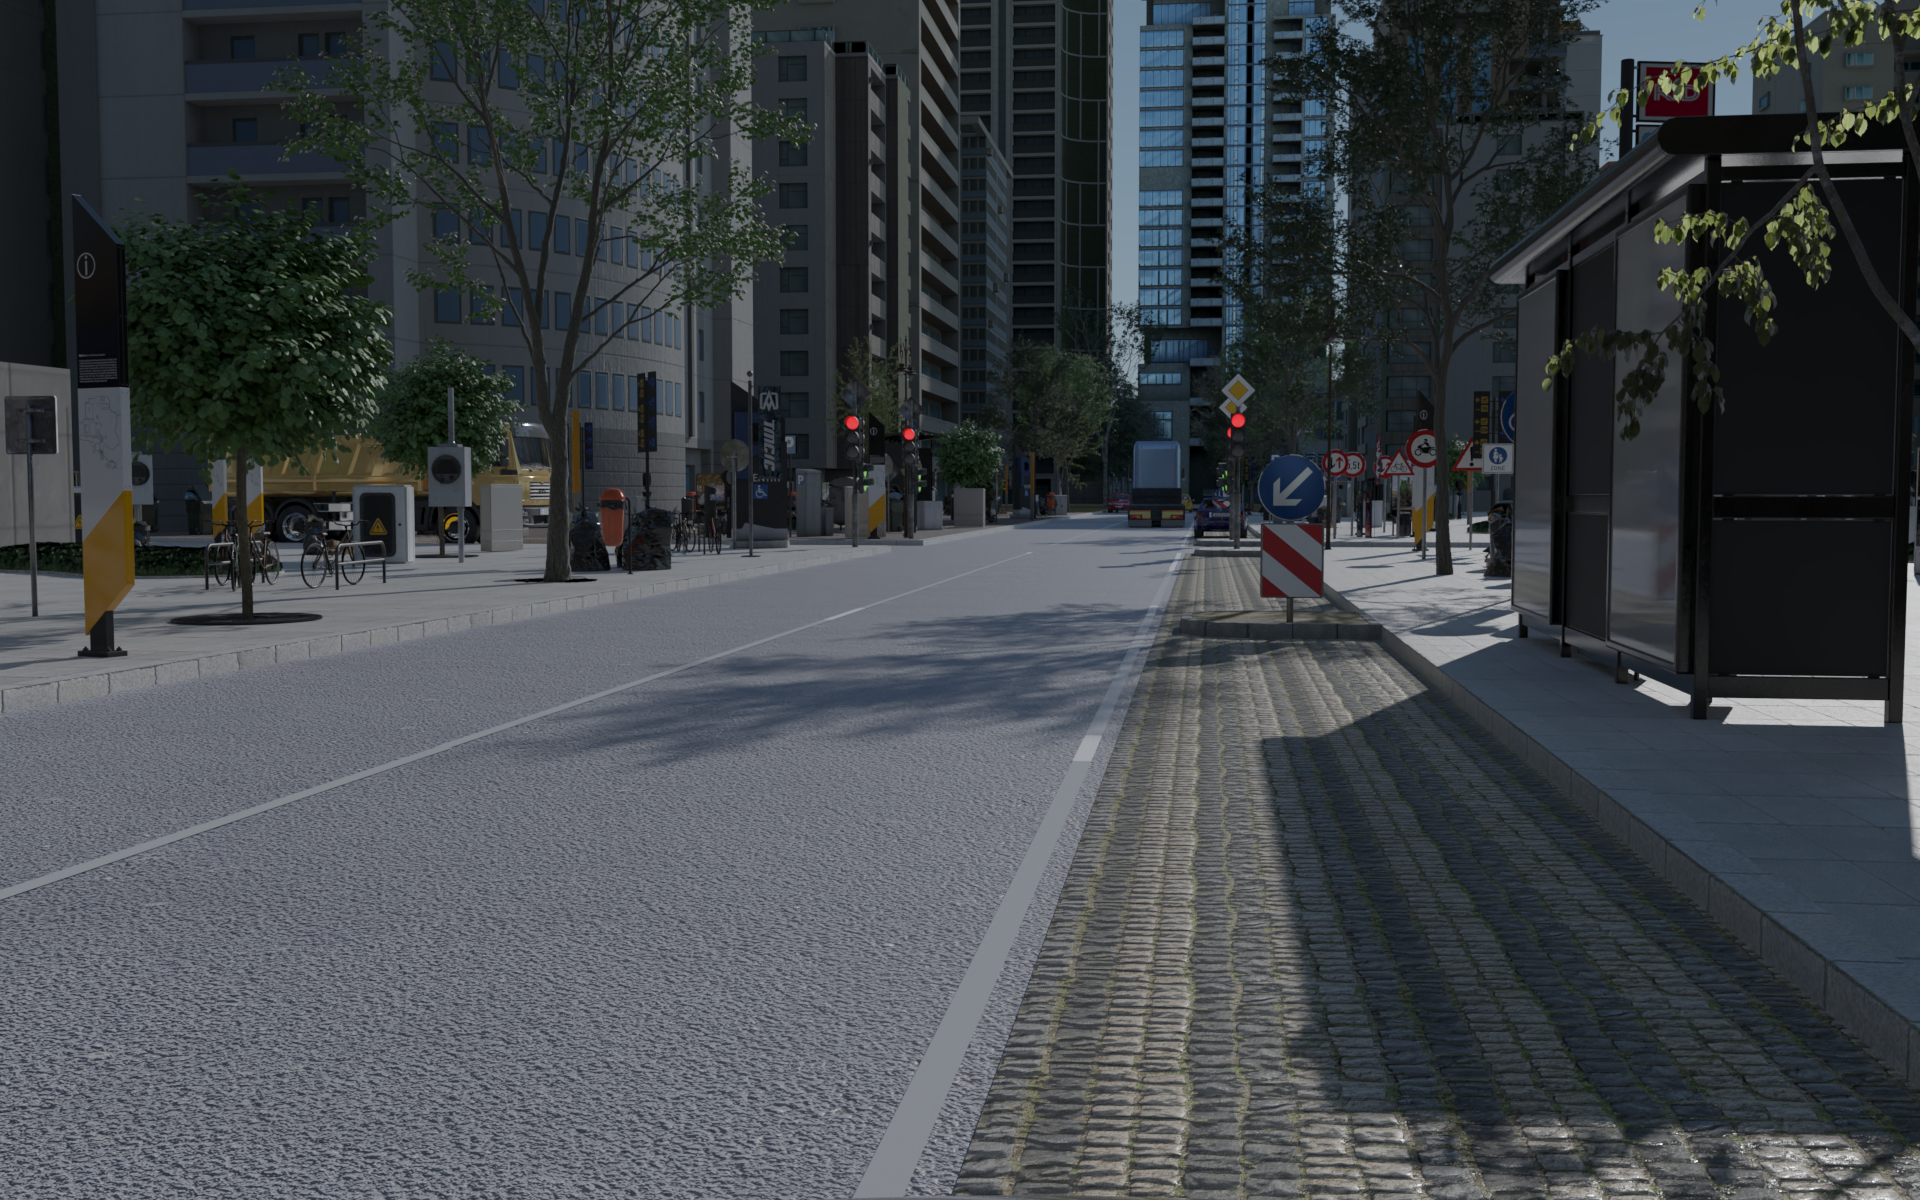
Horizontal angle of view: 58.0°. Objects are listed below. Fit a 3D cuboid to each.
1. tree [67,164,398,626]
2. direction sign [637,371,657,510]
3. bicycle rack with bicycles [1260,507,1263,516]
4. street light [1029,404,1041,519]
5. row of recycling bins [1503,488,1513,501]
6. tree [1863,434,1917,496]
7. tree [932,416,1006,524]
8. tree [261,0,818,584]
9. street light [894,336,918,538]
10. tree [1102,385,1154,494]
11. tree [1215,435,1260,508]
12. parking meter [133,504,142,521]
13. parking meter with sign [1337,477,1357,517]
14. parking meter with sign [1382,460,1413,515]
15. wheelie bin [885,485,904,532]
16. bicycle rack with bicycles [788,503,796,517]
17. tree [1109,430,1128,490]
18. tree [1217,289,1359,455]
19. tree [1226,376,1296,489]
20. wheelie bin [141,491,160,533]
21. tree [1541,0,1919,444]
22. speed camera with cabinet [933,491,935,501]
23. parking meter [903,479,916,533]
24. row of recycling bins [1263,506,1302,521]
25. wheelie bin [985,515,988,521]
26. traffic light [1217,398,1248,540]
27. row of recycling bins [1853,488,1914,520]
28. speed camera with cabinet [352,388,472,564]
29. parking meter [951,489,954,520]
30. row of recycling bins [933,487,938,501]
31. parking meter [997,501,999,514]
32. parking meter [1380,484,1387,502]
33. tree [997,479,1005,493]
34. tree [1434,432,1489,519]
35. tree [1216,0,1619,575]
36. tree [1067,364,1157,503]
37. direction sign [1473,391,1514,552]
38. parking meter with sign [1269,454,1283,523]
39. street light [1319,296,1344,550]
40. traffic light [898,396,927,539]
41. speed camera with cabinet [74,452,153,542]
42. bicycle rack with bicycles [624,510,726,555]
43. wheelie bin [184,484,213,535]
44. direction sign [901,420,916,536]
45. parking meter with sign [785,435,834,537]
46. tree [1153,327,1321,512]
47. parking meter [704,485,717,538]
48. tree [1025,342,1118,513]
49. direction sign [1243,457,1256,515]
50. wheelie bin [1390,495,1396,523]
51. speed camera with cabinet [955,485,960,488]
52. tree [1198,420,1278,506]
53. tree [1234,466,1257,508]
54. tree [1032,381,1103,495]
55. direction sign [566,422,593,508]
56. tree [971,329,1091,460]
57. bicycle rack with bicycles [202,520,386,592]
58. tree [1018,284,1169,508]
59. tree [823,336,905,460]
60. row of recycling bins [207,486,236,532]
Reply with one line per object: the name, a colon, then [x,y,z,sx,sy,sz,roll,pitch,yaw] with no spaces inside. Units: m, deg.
tree: [-7.243,-2.070,17.551,4.285,4.588,4.351,0,3,0]
direction sign: [-5.829,-2.466,32.310,0.379,3.537,0.876,-2,4,-32]
bicycle rack with bicycles: [18.518,-5.159,97.729,2.925,0.926,2.852,1,4,15]
street light: [3.860,-7.113,89.087,0.468,5.910,1.993,0,4,8]
row of recycling bins: [37.765,-6.670,116.174,3.534,1.692,1.069,-2,4,-35]
tree: [15.399,-2.131,29.438,1.663,3.219,1.824,0,3,0]
tree: [0.302,-5.491,73.488,4.285,4.588,4.351,0,3,0]
tree: [-5.869,-6.058,24.805,9.928,11.665,9.643,0,3,0]
street light: [-1.576,-4.761,50.636,0.468,5.910,1.993,0,4,8]
tree: [19.041,-17.413,195.077,12.009,13.543,11.850,0,3,0]
tree: [22.990,-11.680,141.335,4.737,8.622,4.395,0,3,0]
parking meter: [-18.911,-1.907,39.596,0.372,1.533,0.369,0,3,0]
parking meter with sign: [21.250,-6.085,95.752,0.543,3.016,1.738,-3,5,-39]
parking meter with sign: [22.214,-5.625,88.222,1.738,3.016,0.543,-2,4,-29]
wheelie bin: [-2.309,-3.105,58.679,0.693,1.594,0.980,-3,5,-44]
bicycle rack with bicycles: [-7.117,-3.320,67.662,2.925,0.926,2.852,0,4,-8]
tree: [16.094,-13.949,178.430,4.360,8.622,3.978,0,3,0]
tree: [16.434,-9.827,86.420,9.928,11.665,9.643,0,3,0]
tree: [16.826,-8.800,94.243,4.360,8.622,3.978,0,3,0]
wheelie bin: [-27.138,-3.055,57.861,0.693,1.594,0.980,-1,4,-19]
tree: [4.150,-3.477,7.208,4.360,8.622,3.978,0,3,0]
speed camera with cabinet: [-1.877,-5.468,83.745,0.660,3.252,2.038,2,4,24]
parking meter: [-1.664,-3.145,57.140,0.399,1.863,0.255,-2,4,-27]
row of recycling bins: [15.511,-4.650,83.145,1.069,1.692,3.534,-1,4,-10]
wheelie bin: [0.931,-4.632,83.637,0.693,1.594,0.980,1,4,23]
traffic light: [7.588,-3.634,48.334,0.839,4.253,0.868,0,4,8]
row of recycling bins: [40.582,-4.219,76.090,1.069,1.692,3.534,0,4,-5]
speed camera with cabinet: [-10.135,-2.306,32.031,2.038,3.252,0.660,0,4,-4]
parking meter: [-0.276,-4.749,86.049,0.372,1.533,0.369,0,3,0]
row of recycling bins: [-2.276,-5.046,89.622,1.069,1.692,3.534,-2,4,-34]
parking meter: [2.285,-6.272,110.961,0.372,1.533,0.369,0,3,0]
parking meter: [24.168,-5.697,98.856,0.399,1.863,0.255,-2,4,-32]
tree: [2.485,-7.776,121.746,1.663,3.219,1.824,0,3,0]
tree: [25.870,-6.536,90.576,4.285,4.588,4.351,0,3,0]
tree: [7.378,-5.680,27.280,7.601,10.594,8.767,0,4,-3]
tree: [14.231,-16.032,168.771,9.857,13.997,8.962,0,3,0]
direction sign: [11.737,-2.823,38.152,0.876,3.537,0.379,0,4,6]
parking meter with sign: [13.716,-4.809,74.893,0.543,3.016,1.738,0,4,5]
street light: [8.479,-4.094,39.724,0.468,5.910,1.993,0,4,8]
traffic light: [-1.385,-3.711,49.593,0.839,4.253,0.868,0,4,8]
speed camera with cabinet: [-18.763,-2.658,37.802,0.660,3.252,2.038,3,5,41]
bicycle rack with bicycles: [-6.380,-1.483,37.632,2.852,0.926,2.925,-1,4,-11]
wheelie bin: [-23.966,-2.851,54.527,0.693,1.594,0.980,1,4,15]
direction sign: [-1.594,-3.764,53.533,0.379,3.537,0.876,2,4,27]
parking meter with sign: [-4.550,-3.426,52.280,0.543,3.016,1.738,3,4,38]
tree: [21.175,-13.168,125.663,12.009,13.543,11.850,0,3,0]
parking meter: [-7.348,-2.607,51.039,0.372,1.533,0.369,0,3,0]
tree: [7.269,-11.844,119.411,9.928,11.665,9.643,0,3,0]
direction sign: [17.619,-6.936,105.399,0.876,3.537,0.379,3,5,44]
wheelie bin: [19.293,-4.155,75.838,0.980,1.594,0.693,2,4,31]
speed camera with cabinet: [0.659,-7.691,120.080,2.038,3.252,0.660,1,4,21]
tree: [30.431,-16.451,185.980,9.611,12.733,9.660,0,3,0]
tree: [26.109,-10.886,161.707,4.285,4.588,4.351,0,3,0]
tree: [6.372,-9.680,108.626,4.360,8.622,3.978,0,3,0]
direction sign: [-11.925,-3.843,54.822,0.876,3.537,0.379,2,4,35]
tree: [3.870,-10.051,98.754,7.601,10.594,8.767,-3,4,-36]
bicycle rack with bicycles: [-9.323,-0.642,23.883,2.852,0.926,2.925,0,4,3]
tree: [12.079,-18.386,156.504,12.611,20.169,13.585,0,3,0]
tree: [-4.033,-7.924,79.919,4.737,8.622,4.395,0,3,0]
row of recycling bins: [-25.726,-3.252,60.280,1.069,1.692,3.534,-2,4,-35]
